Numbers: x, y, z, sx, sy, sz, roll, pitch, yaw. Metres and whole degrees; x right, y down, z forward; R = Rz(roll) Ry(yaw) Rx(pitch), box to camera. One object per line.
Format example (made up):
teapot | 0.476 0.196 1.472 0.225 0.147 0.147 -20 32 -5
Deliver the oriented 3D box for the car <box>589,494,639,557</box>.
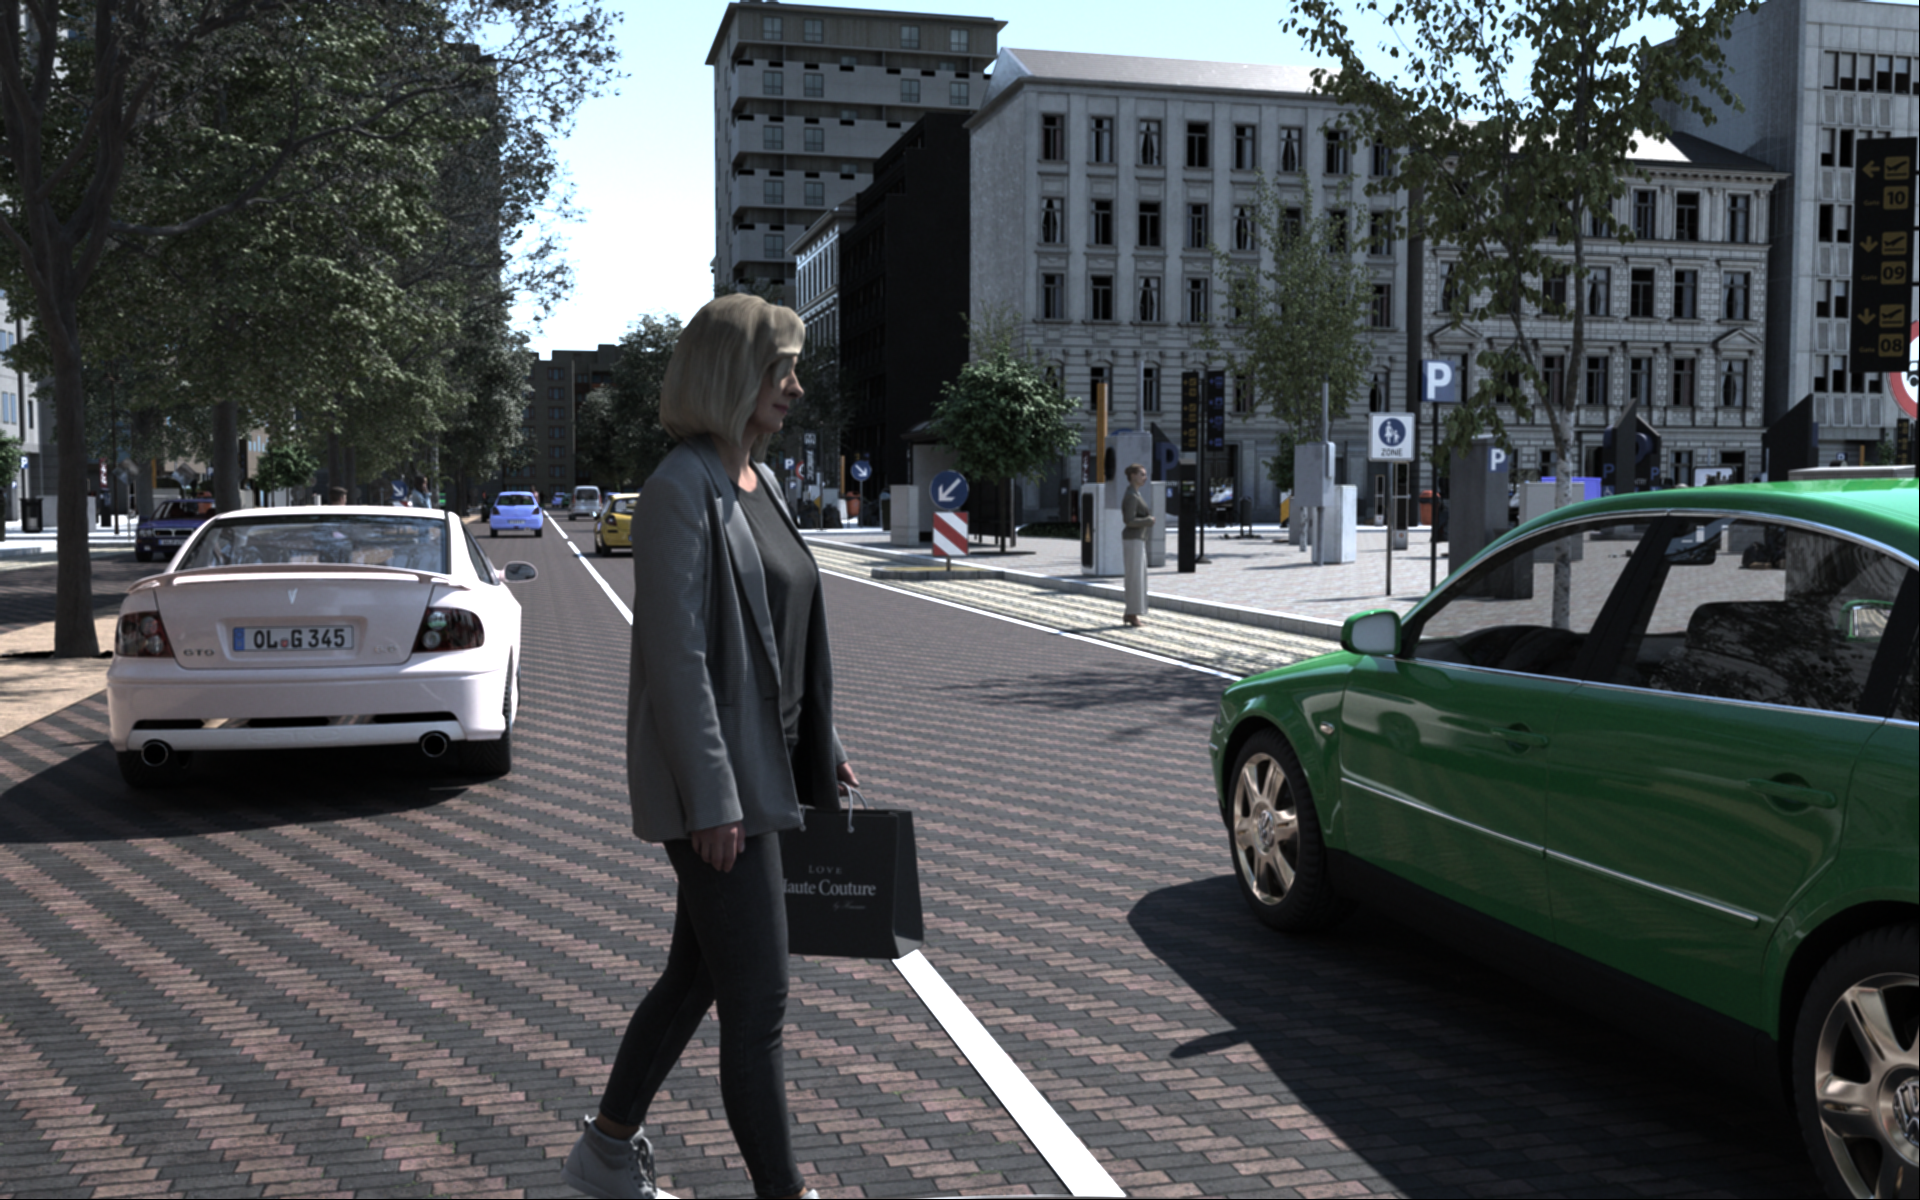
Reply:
car | -7.730 -1.885 41.044 2.015 1.641 3.980 -1 4 -15

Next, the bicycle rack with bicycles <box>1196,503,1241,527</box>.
bicycle rack with bicycles | 9.410 -3.416 69.232 2.925 0.926 2.852 2 4 34

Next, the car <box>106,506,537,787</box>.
car | -3.515 0.144 10.007 2.083 1.381 4.827 -1 4 -13

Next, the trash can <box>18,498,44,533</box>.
trash can | -30.420 -2.759 56.762 0.748 1.137 0.748 0 3 0

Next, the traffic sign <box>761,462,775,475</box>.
traffic sign | -5.859 -2.908 51.186 0.795 2.450 0.064 -1 4 -14

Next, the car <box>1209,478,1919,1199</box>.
car | 2.195 0.259 4.564 1.959 1.807 4.718 -1 4 -15

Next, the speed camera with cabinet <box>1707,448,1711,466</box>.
speed camera with cabinet | 32.244 -4.835 73.389 0.660 3.252 2.038 0 4 -5

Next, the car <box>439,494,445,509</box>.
car | -44.321 -8.513 147.980 1.959 1.807 4.718 -1 4 -14

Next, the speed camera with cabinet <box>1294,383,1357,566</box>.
speed camera with cabinet | 6.657 -2.274 31.516 0.660 3.252 2.038 2 4 29

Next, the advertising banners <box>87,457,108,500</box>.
advertising banners | -40.420 -5.161 80.572 0.090 3.025 2.074 1 4 20

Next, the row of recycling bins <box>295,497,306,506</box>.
row of recycling bins | -46.879 -7.043 122.266 1.069 1.692 3.534 -1 4 -15

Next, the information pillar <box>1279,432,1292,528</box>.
information pillar | 12.340 -4.528 65.382 0.504 3.616 0.183 1 4 16

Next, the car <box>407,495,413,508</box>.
car | -37.921 -6.671 121.438 2.083 1.381 4.827 -1 4 -14

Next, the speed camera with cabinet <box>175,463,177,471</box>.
speed camera with cabinet | -43.448 -6.114 94.294 2.038 3.252 0.660 -1 4 -9

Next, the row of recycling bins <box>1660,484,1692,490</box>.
row of recycling bins | 29.037 -3.891 70.731 1.069 1.692 3.534 -1 4 -23

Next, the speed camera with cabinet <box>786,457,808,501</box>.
speed camera with cabinet | -8.192 -5.947 91.567 2.038 3.252 0.660 2 4 23

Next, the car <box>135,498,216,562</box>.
car | -16.875 -1.559 38.069 1.945 1.354 3.894 -1 4 -13

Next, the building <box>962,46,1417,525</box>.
building | 10.140 -14.059 79.008 18.267 20.994 9.793 -1 4 -14

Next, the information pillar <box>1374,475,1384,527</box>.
information pillar | 16.454 -3.883 67.977 0.304 2.012 0.304 0 4 1

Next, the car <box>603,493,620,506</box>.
car | -27.326 -7.787 136.903 1.945 1.707 3.694 -1 4 -13

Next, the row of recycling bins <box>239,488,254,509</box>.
row of recycling bins | -48.510 -6.561 114.383 3.534 1.692 1.069 -1 4 -12

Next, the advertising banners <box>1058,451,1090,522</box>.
advertising banners | 4.649 -4.545 70.499 0.090 3.025 2.074 -2 4 -33

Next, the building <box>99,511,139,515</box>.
building | -57.436 -28.176 110.782 14.600 45.320 14.200 -1 4 -14

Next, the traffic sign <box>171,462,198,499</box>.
traffic sign | -24.524 -3.130 54.823 0.795 2.450 0.064 -1 4 -14

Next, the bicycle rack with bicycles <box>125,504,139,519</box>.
bicycle rack with bicycles | -40.760 -4.606 88.696 2.925 0.926 2.852 1 4 11

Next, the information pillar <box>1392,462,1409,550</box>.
information pillar | 10.109 -2.158 39.770 0.304 2.012 0.304 0 4 1

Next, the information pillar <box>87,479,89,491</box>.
information pillar | -43.670 -5.017 86.514 0.304 2.012 0.304 -3 4 -37

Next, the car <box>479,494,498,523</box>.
car | -23.608 -4.823 88.645 2.009 1.686 4.222 -1 4 -14

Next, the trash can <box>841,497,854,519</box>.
trash can | -5.720 -4.683 88.227 0.748 1.137 0.748 0 3 0

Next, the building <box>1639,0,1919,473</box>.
building | 47.268 -16.602 89.460 19.932 24.808 12.078 -1 4 -14

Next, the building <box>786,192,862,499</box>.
building | -5.713 -18.195 126.374 11.050 23.489 19.941 -1 4 -14

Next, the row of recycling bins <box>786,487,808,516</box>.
row of recycling bins | -8.937 -5.940 104.225 1.069 1.692 3.534 2 4 27

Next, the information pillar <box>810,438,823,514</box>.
information pillar | -5.526 -4.598 66.534 0.504 3.616 0.183 0 4 -5

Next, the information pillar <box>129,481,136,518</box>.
information pillar | -43.961 -5.348 91.925 0.304 2.012 0.304 -2 4 -34

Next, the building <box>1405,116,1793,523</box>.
building | 28.247 -13.420 84.050 19.286 19.102 10.561 -1 4 -14

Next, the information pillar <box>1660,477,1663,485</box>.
information pillar | 30.177 -4.312 74.999 0.304 2.012 0.304 -2 4 -32

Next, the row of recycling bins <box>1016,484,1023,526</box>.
row of recycling bins | 1.177 -3.879 70.536 3.534 1.692 1.069 3 5 45

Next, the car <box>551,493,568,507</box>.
car | -43.652 -10.974 189.007 1.945 1.707 3.694 -1 4 -15

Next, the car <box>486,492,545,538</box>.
car | -14.972 -2.985 58.389 1.945 1.707 3.694 -1 4 -15

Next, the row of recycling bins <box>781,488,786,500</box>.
row of recycling bins | -12.630 -7.009 121.702 1.069 1.692 3.534 1 4 9

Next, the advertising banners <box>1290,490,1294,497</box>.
advertising banners | 12.296 -4.134 63.778 0.090 3.025 2.074 2 4 25

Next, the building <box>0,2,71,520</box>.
building | -56.667 -32.938 80.539 21.231 58.520 28.212 -1 4 -14

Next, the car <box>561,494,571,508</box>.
car | -40.271 -10.415 179.083 1.959 1.807 4.718 -1 4 -15

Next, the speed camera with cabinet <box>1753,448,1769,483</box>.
speed camera with cabinet | 34.569 -4.963 75.477 0.660 3.252 2.038 0 4 -7

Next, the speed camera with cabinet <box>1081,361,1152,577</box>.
speed camera with cabinet | 2.367 -1.966 26.484 0.660 3.252 2.038 -1 4 -10

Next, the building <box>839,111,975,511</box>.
building | -0.160 -17.106 109.356 12.332 23.373 15.834 -1 4 -14
